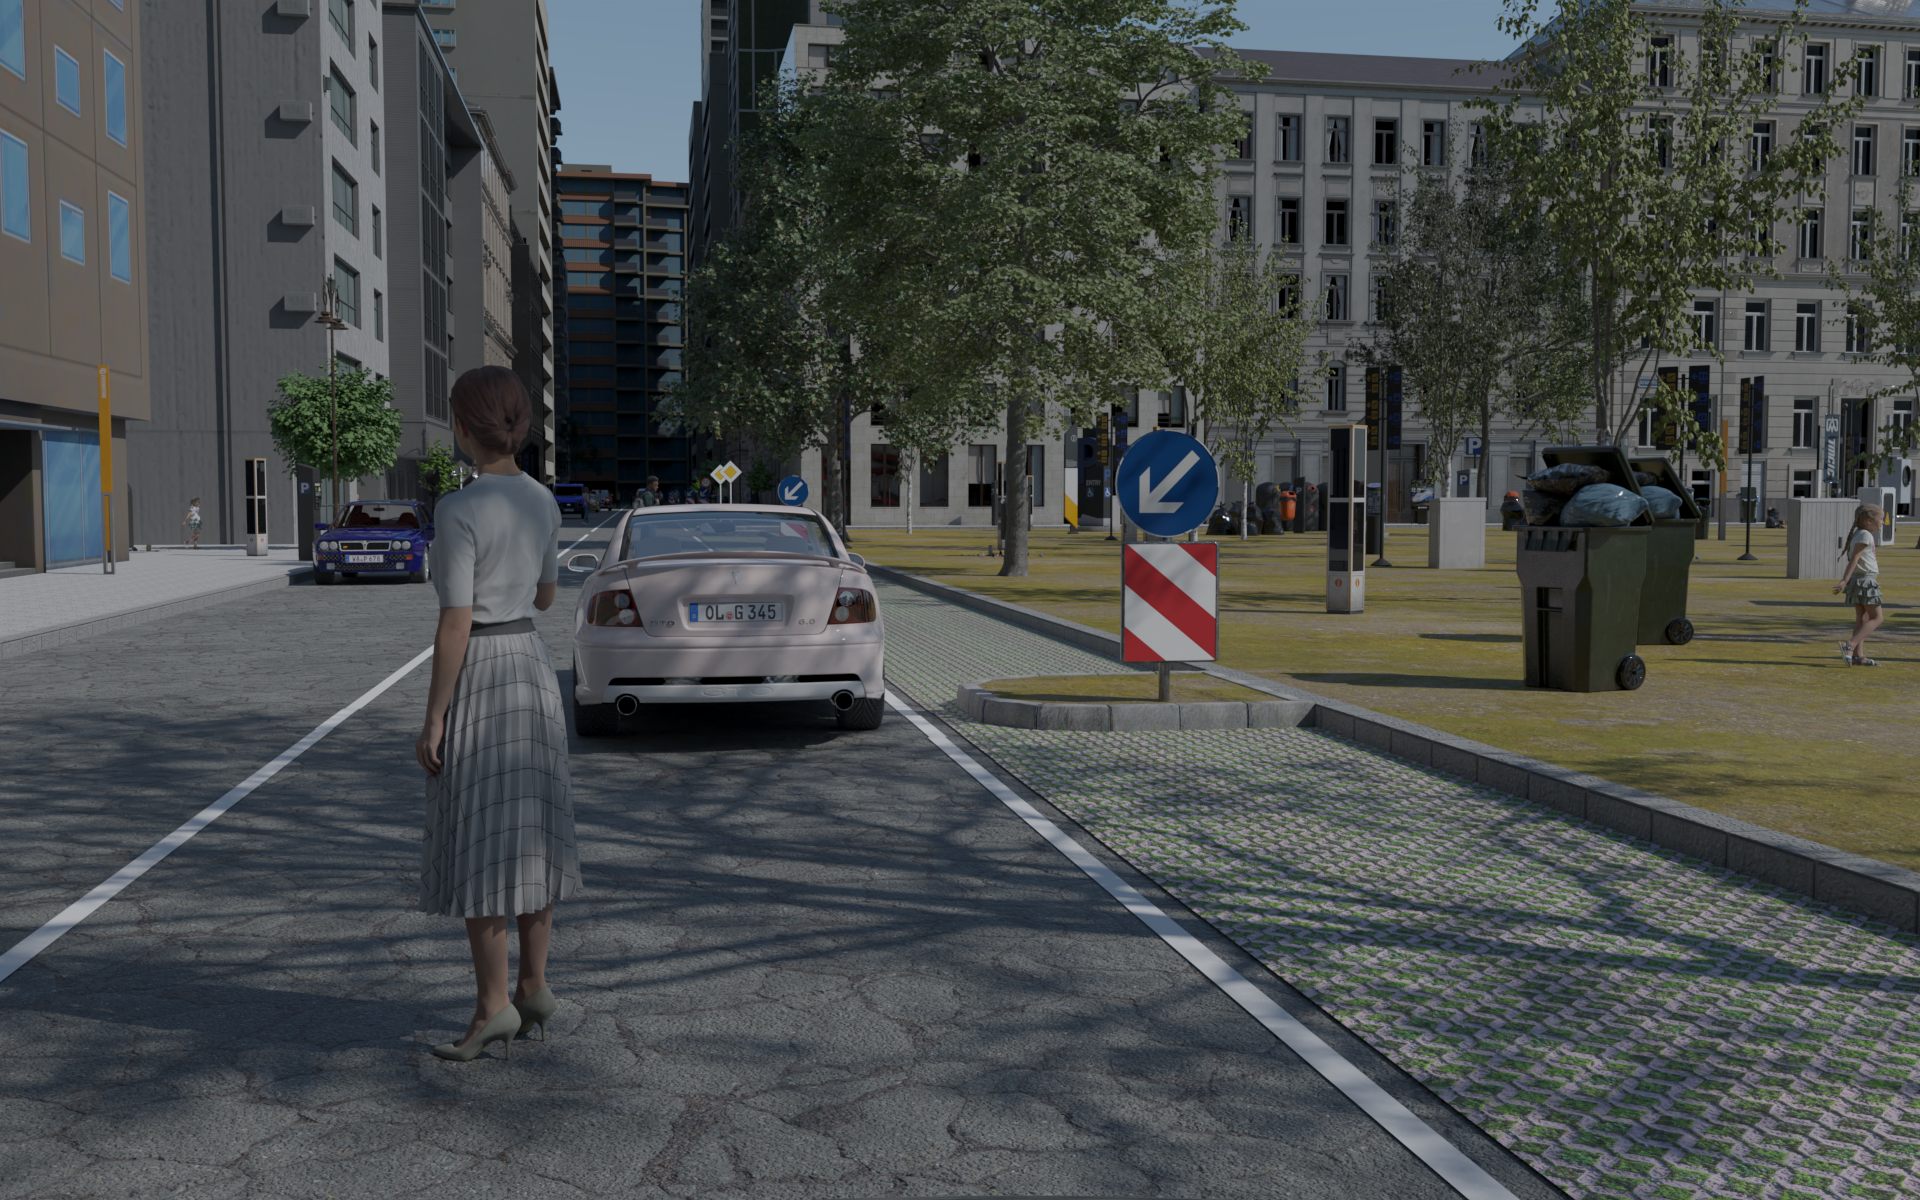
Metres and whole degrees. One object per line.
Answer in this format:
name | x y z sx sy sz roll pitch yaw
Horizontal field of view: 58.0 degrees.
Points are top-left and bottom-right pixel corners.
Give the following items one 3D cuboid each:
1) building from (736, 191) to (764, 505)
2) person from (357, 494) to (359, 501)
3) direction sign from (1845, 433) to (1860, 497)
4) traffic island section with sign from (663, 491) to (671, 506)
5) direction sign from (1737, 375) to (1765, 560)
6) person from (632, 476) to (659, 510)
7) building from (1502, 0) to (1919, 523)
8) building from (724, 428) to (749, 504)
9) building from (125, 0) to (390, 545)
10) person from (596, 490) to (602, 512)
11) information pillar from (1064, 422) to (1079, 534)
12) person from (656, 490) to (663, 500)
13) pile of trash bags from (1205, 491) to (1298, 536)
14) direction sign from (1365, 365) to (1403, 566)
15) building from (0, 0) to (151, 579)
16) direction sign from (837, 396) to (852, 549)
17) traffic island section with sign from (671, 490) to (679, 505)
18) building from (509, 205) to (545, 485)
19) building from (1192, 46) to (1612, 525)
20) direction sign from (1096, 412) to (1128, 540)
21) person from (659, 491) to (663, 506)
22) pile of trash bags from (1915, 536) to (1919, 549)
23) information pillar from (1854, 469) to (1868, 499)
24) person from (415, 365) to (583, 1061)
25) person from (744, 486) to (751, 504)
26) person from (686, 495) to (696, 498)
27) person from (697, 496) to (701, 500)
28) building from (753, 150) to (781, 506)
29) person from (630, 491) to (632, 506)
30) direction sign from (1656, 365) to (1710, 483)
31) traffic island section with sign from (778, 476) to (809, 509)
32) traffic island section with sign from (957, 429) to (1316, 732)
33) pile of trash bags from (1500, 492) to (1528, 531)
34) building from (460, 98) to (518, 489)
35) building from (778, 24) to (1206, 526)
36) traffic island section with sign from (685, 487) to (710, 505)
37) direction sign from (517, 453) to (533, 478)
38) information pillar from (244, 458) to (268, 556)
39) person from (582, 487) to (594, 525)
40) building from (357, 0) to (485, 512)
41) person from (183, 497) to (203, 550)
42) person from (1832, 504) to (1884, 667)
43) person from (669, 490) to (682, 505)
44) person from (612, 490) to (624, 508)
building | -8.718 -17.467 114.459 11.050 23.489 19.941 -1 4 -10
person | -22.931 -3.395 65.820 0.640 1.303 0.475 -1 4 -13
direction sign | 33.268 -4.443 64.634 0.379 3.537 0.876 0 4 -5
traffic island section with sign | -27.780 -9.786 168.624 1.989 1.847 2.006 -1 4 -10
direction sign | 15.296 -2.541 33.538 0.379 3.537 0.876 0 4 -2
person | -6.034 -1.510 33.529 0.721 1.781 0.623 -3 4 -36
building | 39.747 -17.518 83.682 25.104 27.353 12.463 -1 4 -10
building | -13.035 -16.484 134.140 10.561 19.102 19.286 -1 4 -10
building | -24.073 -16.952 48.869 14.107 30.474 14.160 -1 4 -10
person | -29.098 -8.005 139.638 0.793 1.790 0.793 0 4 2
information pillar | 3.564 -3.928 55.577 0.504 3.616 0.183 -2 4 -31
person | -29.063 -9.625 165.863 1.348 1.824 0.705 0 4 -8
pile of trash bags | 9.411 -2.736 54.481 3.447 1.369 1.912 -3 5 -42
direction sign | 7.516 -2.373 30.792 0.379 3.537 0.876 -2 4 -31
building | -21.191 -22.876 24.131 14.600 45.320 14.200 -1 4 -10
direction sign | -2.715 -2.970 40.550 0.379 3.537 0.876 -1 4 -23
traffic island section with sign | -18.669 -6.749 118.974 1.989 1.847 2.006 -1 4 -10
building | -37.355 -18.197 127.197 12.332 23.373 15.834 -1 4 -10
building | 18.302 -14.019 78.364 18.267 20.994 9.793 -1 4 -10
direction sign | 4.199 -3.425 47.996 0.876 3.537 0.379 1 4 12
person | -28.904 -9.649 167.197 0.436 1.711 0.756 0 4 3
pile of trash bags | 24.243 -1.875 40.409 3.447 1.369 1.912 -1 4 -19
information pillar | 26.811 -2.880 51.573 0.304 2.012 0.304 3 5 43
person | -1.257 0.281 4.483 0.524 1.755 0.480 2 4 24
person | -11.349 -5.326 92.971 0.795 1.843 0.661 3 5 40
person | -29.290 -11.190 189.010 1.348 1.822 0.705 -3 4 -36
person | -24.126 -9.442 160.409 0.705 1.826 1.348 -1 4 -23
building | -3.899 -15.344 92.675 13.314 21.916 24.055 -1 4 -10
person | -39.169 -12.092 206.142 0.705 1.831 1.348 -1 4 -10
direction sign | 12.784 -2.367 30.697 0.876 3.537 0.379 3 4 38
traffic island section with sign | -3.806 -1.788 37.863 1.989 1.847 2.006 -1 4 -10
traffic island section with sign | 1.032 -0.166 11.344 1.989 1.847 2.006 -1 4 -10
pile of trash bags | 19.841 -3.114 60.660 1.912 1.369 3.447 0 4 -5
building | -34.389 -18.935 106.848 12.463 27.353 25.104 -1 4 -10
building | 0.980 -13.500 75.478 16.860 20.320 10.420 -1 4 -10
traffic island section with sign | -13.817 -5.127 92.457 1.989 1.847 2.006 -1 4 -10
direction sign | -24.059 -6.323 95.373 0.876 3.537 0.379 2 4 33
information pillar | -14.523 -1.911 35.732 0.304 2.012 0.304 1 4 23
person | -17.203 -4.320 79.723 0.593 1.750 0.643 3 5 41
building | -30.404 -15.939 79.671 14.314 24.678 30.058 -1 4 -10
person | -17.730 -1.775 40.073 0.382 1.210 0.505 0 4 0
person | 6.682 -0.116 12.947 0.382 1.210 0.505 1 4 14
person | -26.712 -9.434 162.824 1.350 1.814 0.705 -3 5 -42
person | -34.474 -10.150 174.543 1.348 1.812 0.705 1 4 15
